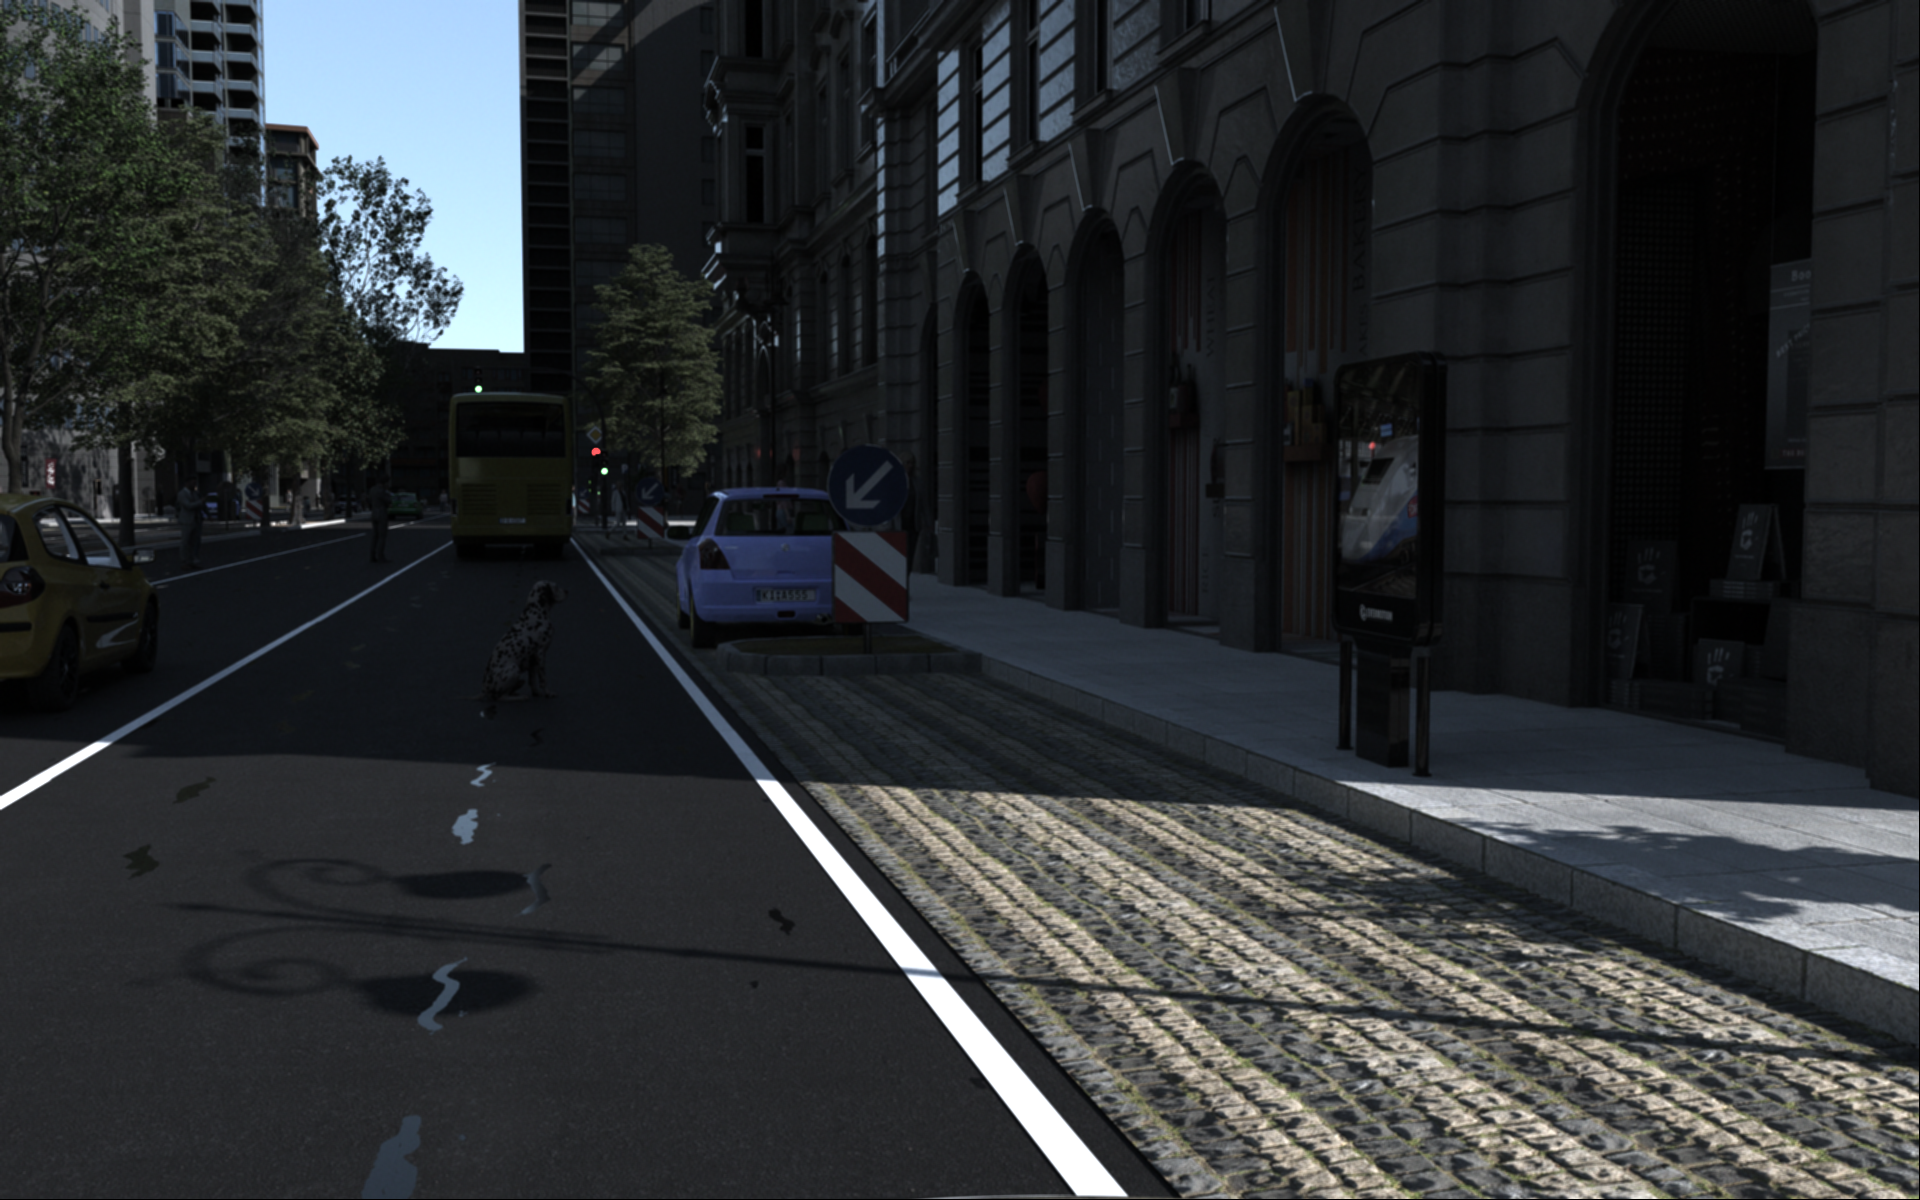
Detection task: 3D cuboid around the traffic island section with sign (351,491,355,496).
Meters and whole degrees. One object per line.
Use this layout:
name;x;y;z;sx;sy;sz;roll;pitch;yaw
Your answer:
traffic island section with sign;-67.071;-11.166;191.195;1.989;1.847;2.006;-1;4;-14

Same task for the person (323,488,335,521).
person;-33.890;-5.142;93.144;0.480;1.755;0.524;3;4;39

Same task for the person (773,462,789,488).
person;-2.991;-1.439;29.577;0.388;1.821;0.555;-2;4;-27

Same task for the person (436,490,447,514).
person;-36.522;-6.905;122.071;0.731;1.740;0.598;-1;4;-21

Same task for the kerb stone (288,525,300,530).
kerb stone;-26.916;-2.922;69.975;0.120;0.150;1.000;-1;4;-14

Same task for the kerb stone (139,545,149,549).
kerb stone;-20.189;-1.248;42.596;0.120;0.150;1.000;-1;4;-14

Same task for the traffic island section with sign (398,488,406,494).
traffic island section with sign;-45.288;-8.088;140.369;2.006;1.907;1.989;-1;4;-14

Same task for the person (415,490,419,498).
person;-48.788;-8.985;155.412;0.705;1.822;1.348;0;4;1

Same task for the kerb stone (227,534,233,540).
kerb stone;-23.124;-1.972;54.529;0.120;0.150;1.000;-1;4;-14

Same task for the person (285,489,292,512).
person;-52.606;-7.779;135.963;0.678;1.792;0.850;2;4;33

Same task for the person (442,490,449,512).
person;-41.239;-7.927;138.450;0.694;1.780;0.624;1;4;15

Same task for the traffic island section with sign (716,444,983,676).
traffic island section with sign;-1.011;-0.361;14.525;1.989;1.847;2.006;-1;4;-14

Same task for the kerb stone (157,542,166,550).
kerb stone;-20.684;-1.369;44.579;0.120;0.150;1.000;-1;4;-14

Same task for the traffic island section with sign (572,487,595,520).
traffic island section with sign;-20.726;-5.270;94.799;1.989;1.847;2.006;-1;4;-14

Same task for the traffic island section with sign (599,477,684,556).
traffic island section with sign;-7.437;-1.962;40.706;1.989;1.847;2.006;-1;4;-14

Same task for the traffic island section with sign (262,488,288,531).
traffic island section with sign;-27.358;-3.624;67.392;2.006;1.907;1.989;-1;4;-14

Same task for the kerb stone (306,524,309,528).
kerb stone;-27.648;-3.105;72.958;0.120;0.150;1.000;-1;4;-14

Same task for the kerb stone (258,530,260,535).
kerb stone;-24.585;-2.343;60.506;0.120;0.150;1.000;-1;4;-14

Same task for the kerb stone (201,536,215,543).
kerb stone;-22.387;-1.795;51.539;0.120;0.150;1.000;-1;4;-14

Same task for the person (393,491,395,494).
person;-68.259;-12.260;208.965;0.705;1.821;1.348;1;4;14

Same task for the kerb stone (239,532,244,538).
kerb stone;-23.609;-2.099;56.515;0.120;0.150;1.000;-1;4;-14

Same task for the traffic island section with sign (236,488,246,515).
traffic island section with sign;-48.836;-6.625;116.953;1.989;1.847;2.006;-1;4;-14

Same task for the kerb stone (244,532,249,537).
kerb stone;-23.854;-2.160;57.515;0.120;0.150;1.000;-1;4;-14

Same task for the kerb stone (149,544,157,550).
kerb stone;-20.439;-1.306;43.587;0.120;0.150;1.000;-1;4;-14

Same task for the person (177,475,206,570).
person;-14.577;-1.482;32.905;0.466;1.800;0.511;0;4;-4

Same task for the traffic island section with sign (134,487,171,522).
traffic island section with sign;-42.260;-4.987;90.164;1.989;1.847;2.006;-1;4;-14

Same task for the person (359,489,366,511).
person;-50.583;-8.452;146.685;1.348;1.824;0.705;3;5;43

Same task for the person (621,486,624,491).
person;-18.579;-5.414;95.155;0.593;1.750;0.643;3;4;36

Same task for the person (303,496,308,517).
person;-40.699;-5.807;107.721;0.425;1.301;0.394;2;4;33

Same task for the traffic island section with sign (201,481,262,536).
traffic island section with sign;-25.601;-3.184;60.196;2.006;1.907;1.989;-1;4;-14

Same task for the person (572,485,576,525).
person;-16.570;-3.992;73.635;0.748;1.841;0.638;1;4;8

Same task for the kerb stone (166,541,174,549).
kerb stone;-20.921;-1.430;45.574;0.120;0.150;1.000;-1;4;-14

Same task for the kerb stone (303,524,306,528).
kerb stone;-27.400;-3.044;71.964;0.120;0.150;1.000;-1;4;-14

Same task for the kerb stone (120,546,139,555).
kerb stone;-19.951;-1.187;41.600;0.120;0.150;1.000;-1;4;-14

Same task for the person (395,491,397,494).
person;-69.118;-12.466;211.946;0.705;1.869;1.348;2;4;30

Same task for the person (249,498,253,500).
person;-45.221;-6.267;110.742;0.755;1.850;0.659;-1;4;-13

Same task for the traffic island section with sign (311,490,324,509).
traffic island section with sign;-60.538;-9.540;164.601;1.989;1.847;2.006;-1;4;-14

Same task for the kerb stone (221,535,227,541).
kerb stone;-22.871;-1.916;53.529;0.120;0.150;1.000;-1;4;-14

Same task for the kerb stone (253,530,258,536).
kerb stone;-24.344;-2.279;59.503;0.120;0.150;1.000;-1;4;-14

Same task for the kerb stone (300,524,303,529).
kerb stone;-27.156;-2.983;70.969;0.120;0.150;1.000;-1;4;-14

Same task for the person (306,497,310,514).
person;-47.688;-6.939;126.633;0.332;1.250;0.352;-1;4;-19

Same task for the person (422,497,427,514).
person;-37.936;-6.703;122.774;0.352;1.250;0.332;-2;4;-26

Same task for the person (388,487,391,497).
person;-33.960;-5.770;102.680;0.795;1.843;0.661;-3;4;-38

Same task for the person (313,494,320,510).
person;-56.375;-8.570;151.871;0.557;1.426;1.065;1;4;12

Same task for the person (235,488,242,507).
person;-46.472;-6.284;111.423;0.419;1.800;0.721;2;4;32

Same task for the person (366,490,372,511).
person;-50.960;-8.647;149.896;1.348;1.823;0.705;2;4;25

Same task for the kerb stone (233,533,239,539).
kerb stone;-23.358;-2.038;55.523;0.120;0.150;1.000;-1;4;-14

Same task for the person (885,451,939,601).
person;-0.592;-0.906;21.034;0.709;1.800;0.728;-1;4;-18

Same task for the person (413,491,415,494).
person;-59.537;-11.004;189.134;0.721;1.735;1.217;-1;4;-10

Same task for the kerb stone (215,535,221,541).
kerb stone;-22.633;-1.856;52.534;0.120;0.150;1.000;-1;4;-14

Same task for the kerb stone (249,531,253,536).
kerb stone;-24.106;-2.221;58.506;0.120;0.150;1.000;-1;4;-14

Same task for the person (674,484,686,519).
person;-14.696;-5.191;90.896;0.573;1.828;0.580;1;4;18

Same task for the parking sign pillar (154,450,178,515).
parking sign pillar;-49.067;-7.254;107.072;1.447;3.967;1.447;0;4;2

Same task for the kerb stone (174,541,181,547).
kerb stone;-21.162;-1.491;46.567;0.120;0.150;1.000;-1;4;-14

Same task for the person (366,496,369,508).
person;-63.159;-10.589;184.812;0.628;1.438;0.799;-3;4;-36
